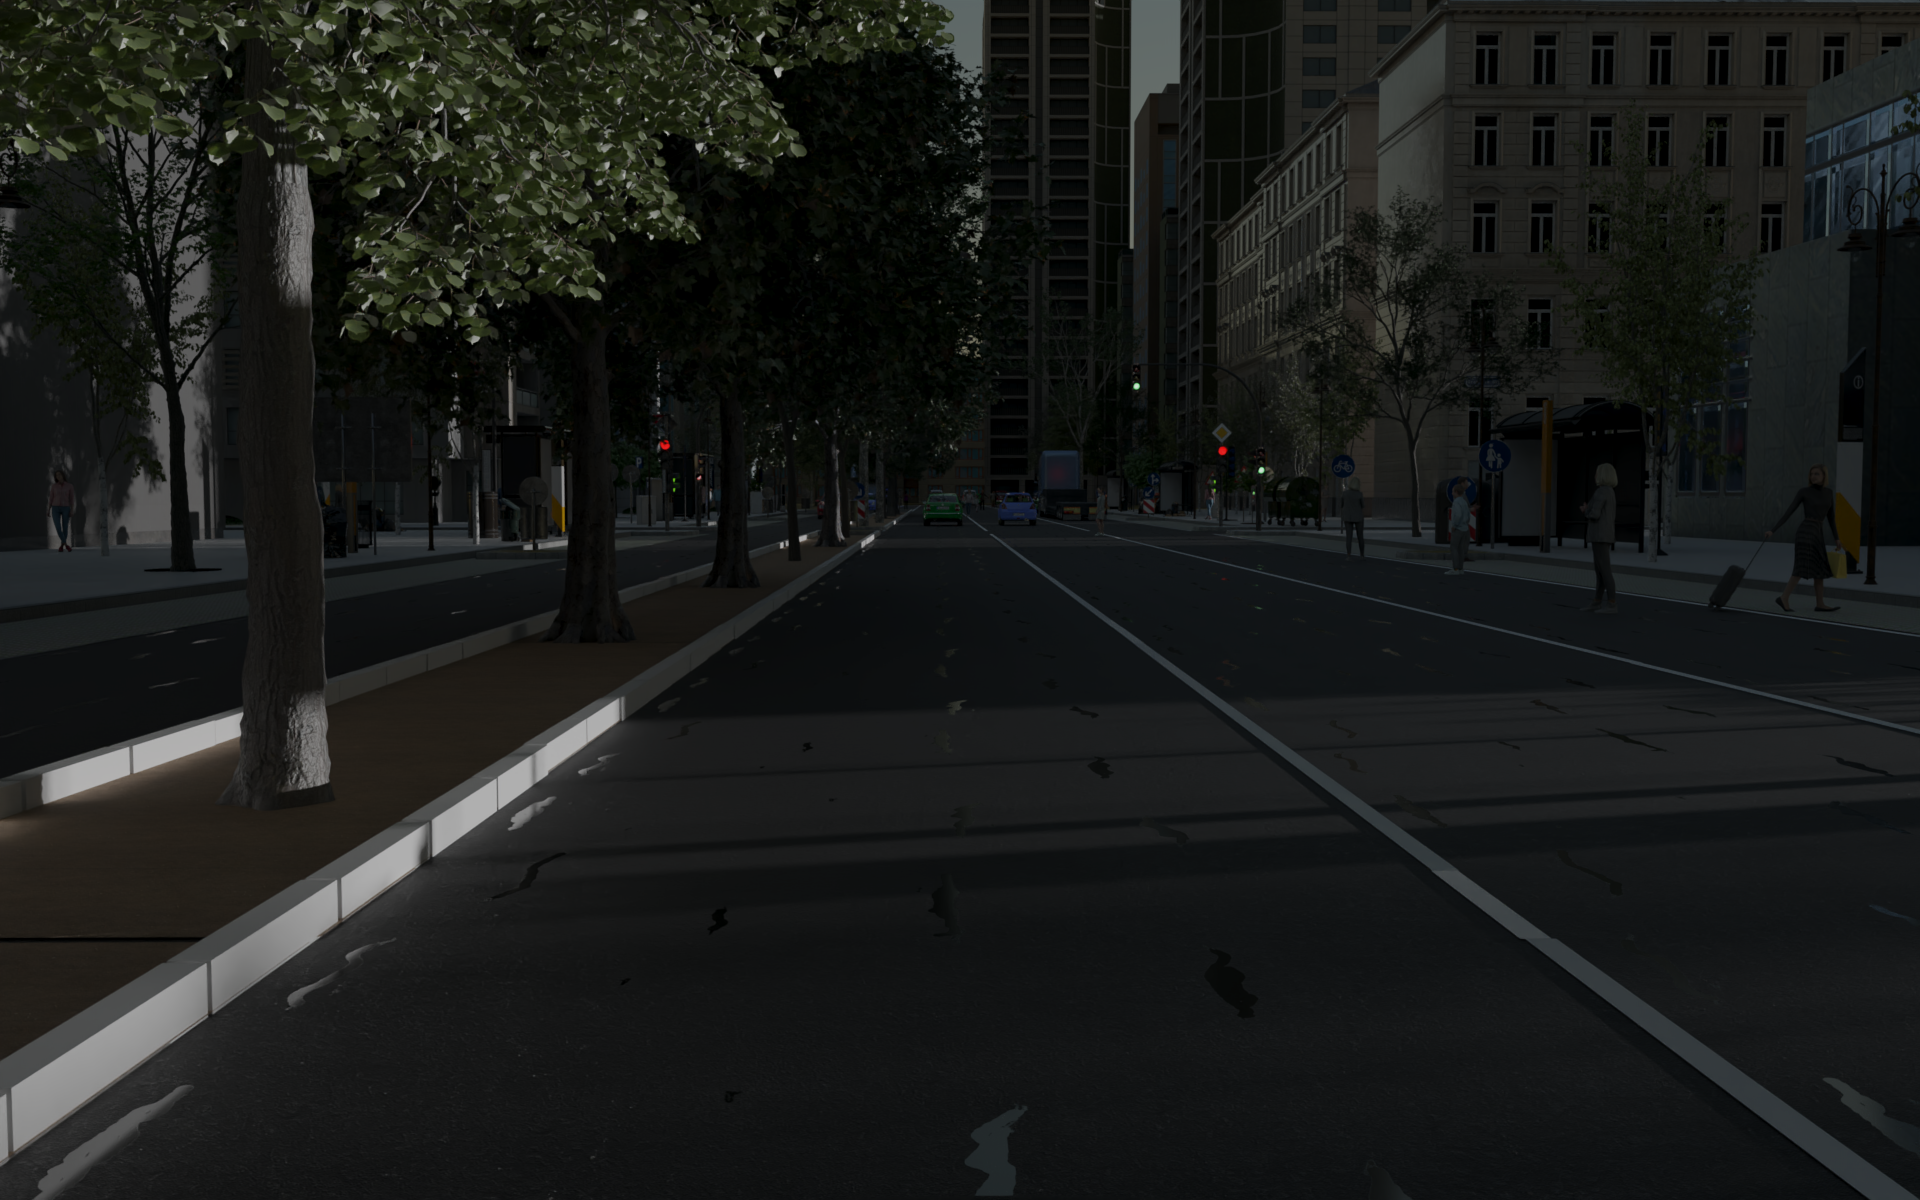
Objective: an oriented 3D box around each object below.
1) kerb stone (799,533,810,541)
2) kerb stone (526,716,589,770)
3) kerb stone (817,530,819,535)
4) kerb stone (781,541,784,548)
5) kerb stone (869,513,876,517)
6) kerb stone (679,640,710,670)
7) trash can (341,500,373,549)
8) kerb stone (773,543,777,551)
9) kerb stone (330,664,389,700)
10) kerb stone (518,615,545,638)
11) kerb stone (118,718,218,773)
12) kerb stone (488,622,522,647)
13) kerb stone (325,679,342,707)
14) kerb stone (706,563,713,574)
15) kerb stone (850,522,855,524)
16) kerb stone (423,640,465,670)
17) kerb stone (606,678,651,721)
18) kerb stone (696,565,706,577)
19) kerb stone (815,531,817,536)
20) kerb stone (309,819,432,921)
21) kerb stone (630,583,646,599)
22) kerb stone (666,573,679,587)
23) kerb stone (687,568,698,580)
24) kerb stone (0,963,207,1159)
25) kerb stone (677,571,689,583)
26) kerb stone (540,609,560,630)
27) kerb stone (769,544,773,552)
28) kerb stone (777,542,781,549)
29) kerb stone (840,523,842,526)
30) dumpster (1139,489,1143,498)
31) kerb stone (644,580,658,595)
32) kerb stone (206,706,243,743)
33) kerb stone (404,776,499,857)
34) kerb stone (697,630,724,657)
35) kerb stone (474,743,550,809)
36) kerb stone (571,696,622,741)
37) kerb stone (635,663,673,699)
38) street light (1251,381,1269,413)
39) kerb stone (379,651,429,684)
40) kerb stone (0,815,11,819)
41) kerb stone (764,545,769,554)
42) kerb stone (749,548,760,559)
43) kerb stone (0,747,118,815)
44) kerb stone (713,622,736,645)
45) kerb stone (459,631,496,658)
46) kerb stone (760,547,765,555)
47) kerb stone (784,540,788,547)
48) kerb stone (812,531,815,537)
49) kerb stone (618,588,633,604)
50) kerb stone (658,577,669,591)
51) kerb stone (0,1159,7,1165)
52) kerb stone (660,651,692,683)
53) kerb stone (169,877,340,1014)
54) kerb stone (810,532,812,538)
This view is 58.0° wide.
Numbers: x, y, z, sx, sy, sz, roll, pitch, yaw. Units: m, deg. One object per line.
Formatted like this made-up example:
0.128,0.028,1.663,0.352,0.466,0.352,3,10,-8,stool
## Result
-4.890,-1.969,54.441,0.120,0.150,1.000,0,4,-1,kerb stone
-2.184,0.784,9.382,0.120,0.150,1.000,0,4,-1,kerb stone
-4.946,-2.221,58.547,0.120,0.150,1.000,0,4,-1,kerb stone
-4.758,-1.402,45.215,0.120,0.150,1.000,0,4,-1,kerb stone
-5.665,-5.515,112.389,0.120,0.150,1.000,0,4,-1,kerb stone
-2.244,0.471,14.502,0.120,0.150,1.000,0,4,-1,kerb stone
-14.229,-1.794,40.983,0.748,1.137,0.748,0,3,0,trash can
-4.727,-1.281,43.171,0.120,0.150,1.000,0,4,-1,kerb stone
-4.326,0.600,12.394,0.120,0.150,1.000,0,4,-1,kerb stone
-4.394,0.286,17.519,0.120,0.150,1.000,0,4,-1,kerb stone
-4.274,0.788,9.315,0.120,0.150,1.000,0,4,-1,kerb stone
-4.376,0.349,16.487,0.120,0.150,1.000,0,4,-1,kerb stone
-4.303,0.663,11.358,0.120,0.150,1.000,0,4,-1,kerb stone
-4.570,-0.530,30.865,0.120,0.150,1.000,0,4,-1,kerb stone
-5.316,-3.949,86.757,0.120,0.150,1.000,0,4,-1,kerb stone
-4.349,0.475,14.438,0.120,0.150,1.000,0,4,-1,kerb stone
-2.201,0.660,11.429,0.120,0.150,1.000,0,4,-1,kerb stone
-4.552,-0.465,29.839,0.120,0.150,1.000,0,4,-1,kerb stone
-4.923,-2.159,57.518,0.120,0.150,1.000,0,4,-1,kerb stone
-2.137,0.976,6.300,0.120,0.150,1.000,0,4,-1,kerb stone
-4.475,-0.091,23.684,0.120,0.150,1.000,0,4,-1,kerb stone
-4.517,-0.278,26.758,0.120,0.150,1.000,0,4,-1,kerb stone
-4.537,-0.402,28.817,0.120,0.150,1.000,0,4,-1,kerb stone
-2.114,1.098,4.241,0.120,0.150,1.000,0,4,-1,kerb stone
-4.528,-0.342,27.789,0.120,0.150,1.000,0,4,-1,kerb stone
-4.412,0.223,18.545,0.120,0.150,1.000,0,4,-1,kerb stone
-4.722,-1.220,42.149,0.120,0.150,1.000,0,4,-1,kerb stone
-4.746,-1.345,44.193,0.120,0.150,1.000,0,4,-1,kerb stone
-5.198,-3.383,77.532,0.120,0.150,1.000,0,4,-1,kerb stone
13.468,-7.193,123.359,1.264,1.857,1.865,0,4,-1,dumpster
-4.484,-0.154,24.706,0.120,0.150,1.000,0,4,-1,kerb stone
-4.296,0.733,10.337,0.120,0.150,1.000,0,4,-1,kerb stone
-2.148,0.912,7.329,0.120,0.150,1.000,0,4,-1,kerb stone
-2.264,0.410,15.525,0.120,0.150,1.000,0,4,-1,kerb stone
-2.160,0.847,8.351,0.120,0.150,1.000,0,4,-1,kerb stone
-2.199,0.723,10.407,0.120,0.150,1.000,0,4,-1,kerb stone
-2.217,0.596,12.451,0.120,0.150,1.000,0,4,-1,kerb stone
12.297,-6.008,71.017,0.468,5.910,1.993,0,4,-1,street light
-4.341,0.537,13.416,0.120,0.150,1.000,0,4,-1,kerb stone
-4.254,0.916,7.256,0.120,0.150,1.000,0,4,-1,kerb stone
-4.708,-1.158,41.121,0.120,0.150,1.000,0,4,-1,kerb stone
-4.674,-1.033,39.077,0.120,0.150,1.000,0,4,-1,kerb stone
-4.268,0.851,8.288,0.120,0.150,1.000,0,4,-1,kerb stone
-2.283,0.345,16.557,0.120,0.150,1.000,0,4,-1,kerb stone
-4.358,0.412,15.466,0.120,0.150,1.000,0,4,-1,kerb stone
-4.693,-1.095,40.099,0.120,0.150,1.000,0,4,-1,kerb stone
-4.775,-1.471,46.239,0.120,0.150,1.000,0,4,-1,kerb stone
-4.902,-2.098,56.491,0.120,0.150,1.000,0,4,-1,kerb stone
-4.450,-0.026,22.639,0.120,0.150,1.000,0,4,-1,kerb stone
-4.495,-0.206,25.736,0.120,0.150,1.000,0,4,-1,kerb stone
-2.099,1.165,3.219,0.120,0.150,1.000,0,4,-1,kerb stone
-2.233,0.535,13.473,0.120,0.150,1.000,0,4,-1,kerb stone
-2.125,1.036,5.263,0.120,0.150,1.000,0,4,-1,kerb stone
-4.908,-2.035,55.463,0.120,0.150,1.000,0,4,-1,kerb stone
